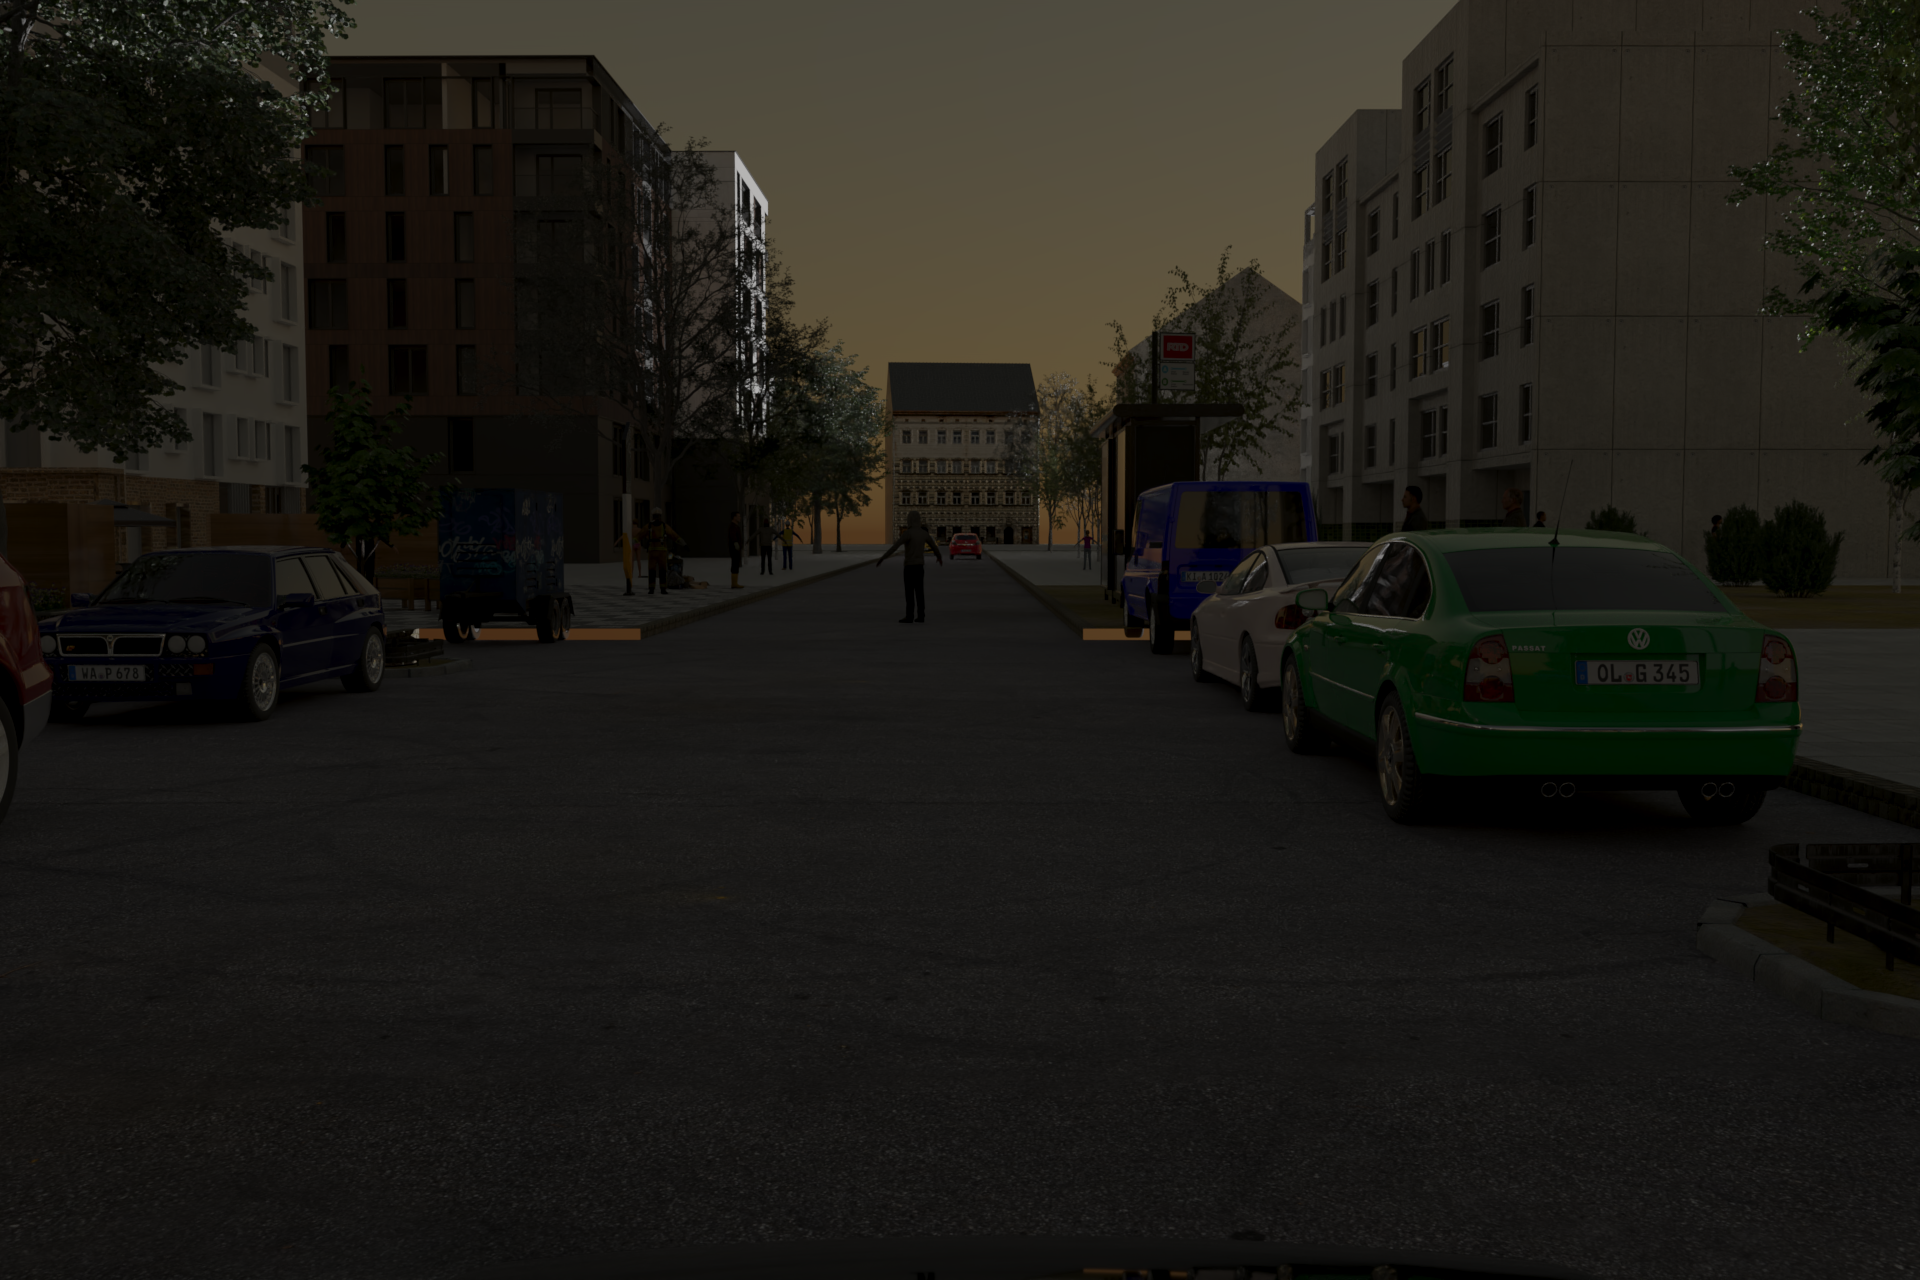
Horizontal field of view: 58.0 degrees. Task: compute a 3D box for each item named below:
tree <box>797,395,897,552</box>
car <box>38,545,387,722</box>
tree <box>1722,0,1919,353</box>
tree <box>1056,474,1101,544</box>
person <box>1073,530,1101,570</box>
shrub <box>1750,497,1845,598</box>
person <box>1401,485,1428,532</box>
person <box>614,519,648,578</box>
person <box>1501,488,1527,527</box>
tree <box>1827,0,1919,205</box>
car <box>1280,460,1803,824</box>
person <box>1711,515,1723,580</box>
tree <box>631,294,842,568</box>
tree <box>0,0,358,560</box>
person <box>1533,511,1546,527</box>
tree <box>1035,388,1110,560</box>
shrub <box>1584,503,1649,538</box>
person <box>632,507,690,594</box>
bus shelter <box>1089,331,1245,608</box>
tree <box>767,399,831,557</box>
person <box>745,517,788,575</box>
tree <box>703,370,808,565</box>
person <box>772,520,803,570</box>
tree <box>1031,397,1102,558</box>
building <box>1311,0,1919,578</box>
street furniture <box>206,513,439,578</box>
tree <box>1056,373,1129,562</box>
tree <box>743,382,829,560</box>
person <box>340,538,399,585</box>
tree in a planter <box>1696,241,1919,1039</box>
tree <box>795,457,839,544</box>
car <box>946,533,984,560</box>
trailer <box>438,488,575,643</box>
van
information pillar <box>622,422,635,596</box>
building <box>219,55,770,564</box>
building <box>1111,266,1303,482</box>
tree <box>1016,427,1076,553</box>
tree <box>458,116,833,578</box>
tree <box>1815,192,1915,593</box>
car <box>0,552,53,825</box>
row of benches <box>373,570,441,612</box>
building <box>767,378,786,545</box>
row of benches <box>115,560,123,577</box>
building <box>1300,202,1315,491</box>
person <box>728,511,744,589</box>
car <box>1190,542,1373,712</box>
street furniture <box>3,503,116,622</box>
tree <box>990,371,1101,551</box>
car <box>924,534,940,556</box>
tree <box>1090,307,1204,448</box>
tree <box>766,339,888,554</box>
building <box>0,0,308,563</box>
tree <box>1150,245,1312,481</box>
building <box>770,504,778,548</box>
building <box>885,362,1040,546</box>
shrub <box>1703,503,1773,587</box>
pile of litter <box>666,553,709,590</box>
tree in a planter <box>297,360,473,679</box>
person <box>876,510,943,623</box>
[{"bbox_3d":[-8.525,-12.078,123.235,9.928,11.665,9.643,0,3,0],"label":"tree"},{"bbox_3d":[-6.169,-0.114,14.443,1.945,1.354,3.894,0,4,0],"label":"car"},{"bbox_3d":[16.551,-6.232,27.656,9.928,11.665,9.643,0,3,0],"label":"tree"},{"bbox_3d":[16.428,-18.664,215.523,12.009,13.543,11.850,0,3,0],"label":"tree"},{"bbox_3d":[4.561,-3.229,62.056,0.991,1.433,0.599,0,4,-1],"label":"person"},{"bbox_3d":[16.874,-1.865,34.915,1.690,2.028,1.600,0,3,0],"label":"shrub"},{"bbox_3d":[4.993,-0.805,19.228,0.705,1.821,1.348,1,4,10],"label":"person"},{"bbox_3d":[-9.565,-2.697,50.893,1.217,1.733,0.721,-2,4,-27],"label":"person"},{"bbox_3d":[6.301,-0.837,19.865,0.705,1.807,1.348,1,4,22],"label":"person"},{"bbox_3d":[9.667,-3.965,15.184,4.737,8.622,4.395,0,3,0],"label":"tree"},{"bbox_3d":[3.020,-0.069,9.922,1.959,1.807,4.718,0,4,0],"label":"car"},{"bbox_3d":[21.326,-2.604,48.722,0.704,1.843,1.345,2,4,30],"label":"person"},{"bbox_3d":[-8.545,-8.042,65.899,8.767,10.594,7.601,0,4,2],"label":"tree"},{"bbox_3d":[-12.301,-7.019,21.417,9.857,13.997,8.962,0,3,0],"label":"tree"},{"bbox_3d":[13.224,-2.028,39.390,0.704,1.802,1.346,0,4,-5],"label":"person"},{"bbox_3d":[6.486,-8.356,86.989,4.360,8.622,3.978,0,3,0],"label":"tree"},{"bbox_3d":[15.352,-2.227,40.835,1.690,2.028,1.600,0,3,0],"label":"shrub"},{"bbox_3d":[-6.455,-1.906,36.928,1.354,1.858,0.705,-1,4,-13],"label":"person"},{"bbox_3d":[3.587,-3.332,32.115,2.179,5.291,8.768,0,4,1],"label":"bus shelter"},{"bbox_3d":[-9.288,-8.830,94.730,4.360,8.622,3.978,0,3,0],"label":"tree"},{"bbox_3d":[-6.097,-2.962,54.550,1.348,1.813,0.705,0,4,-5],"label":"person"},{"bbox_3d":[-9.238,-7.493,72.866,4.360,8.622,3.978,0,3,0],"label":"tree"},{"bbox_3d":[-6.193,-3.395,61.978,1.216,1.772,0.721,-1,4,-21],"label":"person"},{"bbox_3d":[6.506,-8.699,92.591,4.360,8.622,3.978,0,3,0],"label":"tree"},{"bbox_3d":[24.873,-12.154,65.174,16.747,18.905,31.486,0,3,0],"label":"building"},{"bbox_3d":[-13.450,-1.998,39.518,11.010,1.723,9.812,-2,4,-26],"label":"street furniture"},{"bbox_3d":[6.670,-7.944,80.240,4.737,8.622,4.395,0,3,0],"label":"tree"},{"bbox_3d":[-8.799,-8.202,84.461,4.737,8.622,4.395,0,3,0],"label":"tree"},{"bbox_3d":[-11.565,-1.701,33.745,1.347,1.837,0.705,1,4,19],"label":"person"},{"bbox_3d":[3.537,-0.506,5.502,1.991,3.239,1.994,0,4,0],"label":"tree in a planter"},{"bbox_3d":[-18.794,-17.860,217.763,9.928,11.665,9.643,0,3,0],"label":"tree"},{"bbox_3d":[0.297,-5.463,98.362,2.155,1.783,4.494,0,4,-1],"label":"car"},{"bbox_3d":[-6.019,-0.935,22.335,1.471,1.999,3.904,0,4,0],"label":"trailer"},{"bbox_3d":[3.218,-1.096,22.305,2.240,2.365,5.245,0,4,0],"label":"van"},{"bbox_3d":[-6.897,-2.724,35.892,0.183,3.616,0.504,0,4,1],"label":"information pillar"},{"bbox_3d":[-25.896,-15.089,90.683,27.936,21.610,32.646,0,4,1],"label":"building"},{"bbox_3d":[23.718,-19.624,151.778,19.493,23.208,18.063,0,4,0],"label":"building"},{"bbox_3d":[6.119,-10.282,118.478,4.737,8.622,4.395,0,3,0],"label":"tree"},{"bbox_3d":[-8.862,-8.583,50.709,12.009,13.543,11.850,0,3,0],"label":"tree"},{"bbox_3d":[20.278,-5.343,37.720,4.360,8.622,3.978,0,3,0],"label":"tree"},{"bbox_3d":[-5.486,0.141,6.367,2.281,1.827,5.304,0,4,0],"label":"car"},{"bbox_3d":[-8.325,-0.807,28.656,4.104,0.672,1.422,3,4,38],"label":"row of benches"},{"bbox_3d":[-25.362,-20.349,189.132,16.016,20.090,11.380,0,4,0],"label":"building"},{"bbox_3d":[-21.287,-1.600,41.617,1.422,0.672,4.104,0,4,-2],"label":"row of benches"},{"bbox_3d":[24.724,-14.814,98.636,16.016,20.090,11.380,0,4,0],"label":"building"},{"bbox_3d":[-5.258,-2.120,40.796,0.704,1.812,1.346,0,4,-3],"label":"person"},{"bbox_3d":[3.209,-0.182,15.333,2.083,1.381,4.827,0,4,-1],"label":"car"},{"bbox_3d":[-16.936,-1.149,25.638,9.812,1.723,11.010,0,4,-7],"label":"street furniture"},{"bbox_3d":[6.850,-13.385,129.215,12.009,13.543,11.850,0,3,0],"label":"tree"},{"bbox_3d":[-2.331,-6.398,114.835,2.015,1.641,3.980,0,4,1],"label":"car"},{"bbox_3d":[6.103,-6.530,57.130,4.737,8.622,4.395,0,3,0],"label":"tree"},{"bbox_3d":[-9.433,-12.612,112.859,9.857,13.997,8.962,0,3,0],"label":"tree"},{"bbox_3d":[-28.387,-11.779,49.000,16.016,20.090,11.380,0,4,-1],"label":"building"},{"bbox_3d":[6.802,-5.804,45.254,4.737,8.622,4.395,0,3,0],"label":"tree"},{"bbox_3d":[-22.282,-13.910,169.570,9.099,9.664,28.070,0,4,0],"label":"building"},{"bbox_3d":[-0.080,-23.685,220.631,18.063,23.208,19.493,0,4,-5],"label":"building"},{"bbox_3d":[18.963,-2.330,42.140,1.661,2.075,1.752,0,3,0],"label":"shrub"},{"bbox_3d":[-6.491,-1.644,40.848,1.176,0.858,1.719,0,4,-1],"label":"pile of litter"},{"bbox_3d":[-6.224,-1.270,17.994,1.991,3.239,1.994,0,4,1],"label":"tree in a planter"},{"bbox_3d":[-0.762,-1.187,28.000,1.348,1.813,0.705,-3,5,-40],"label":"person"}]
